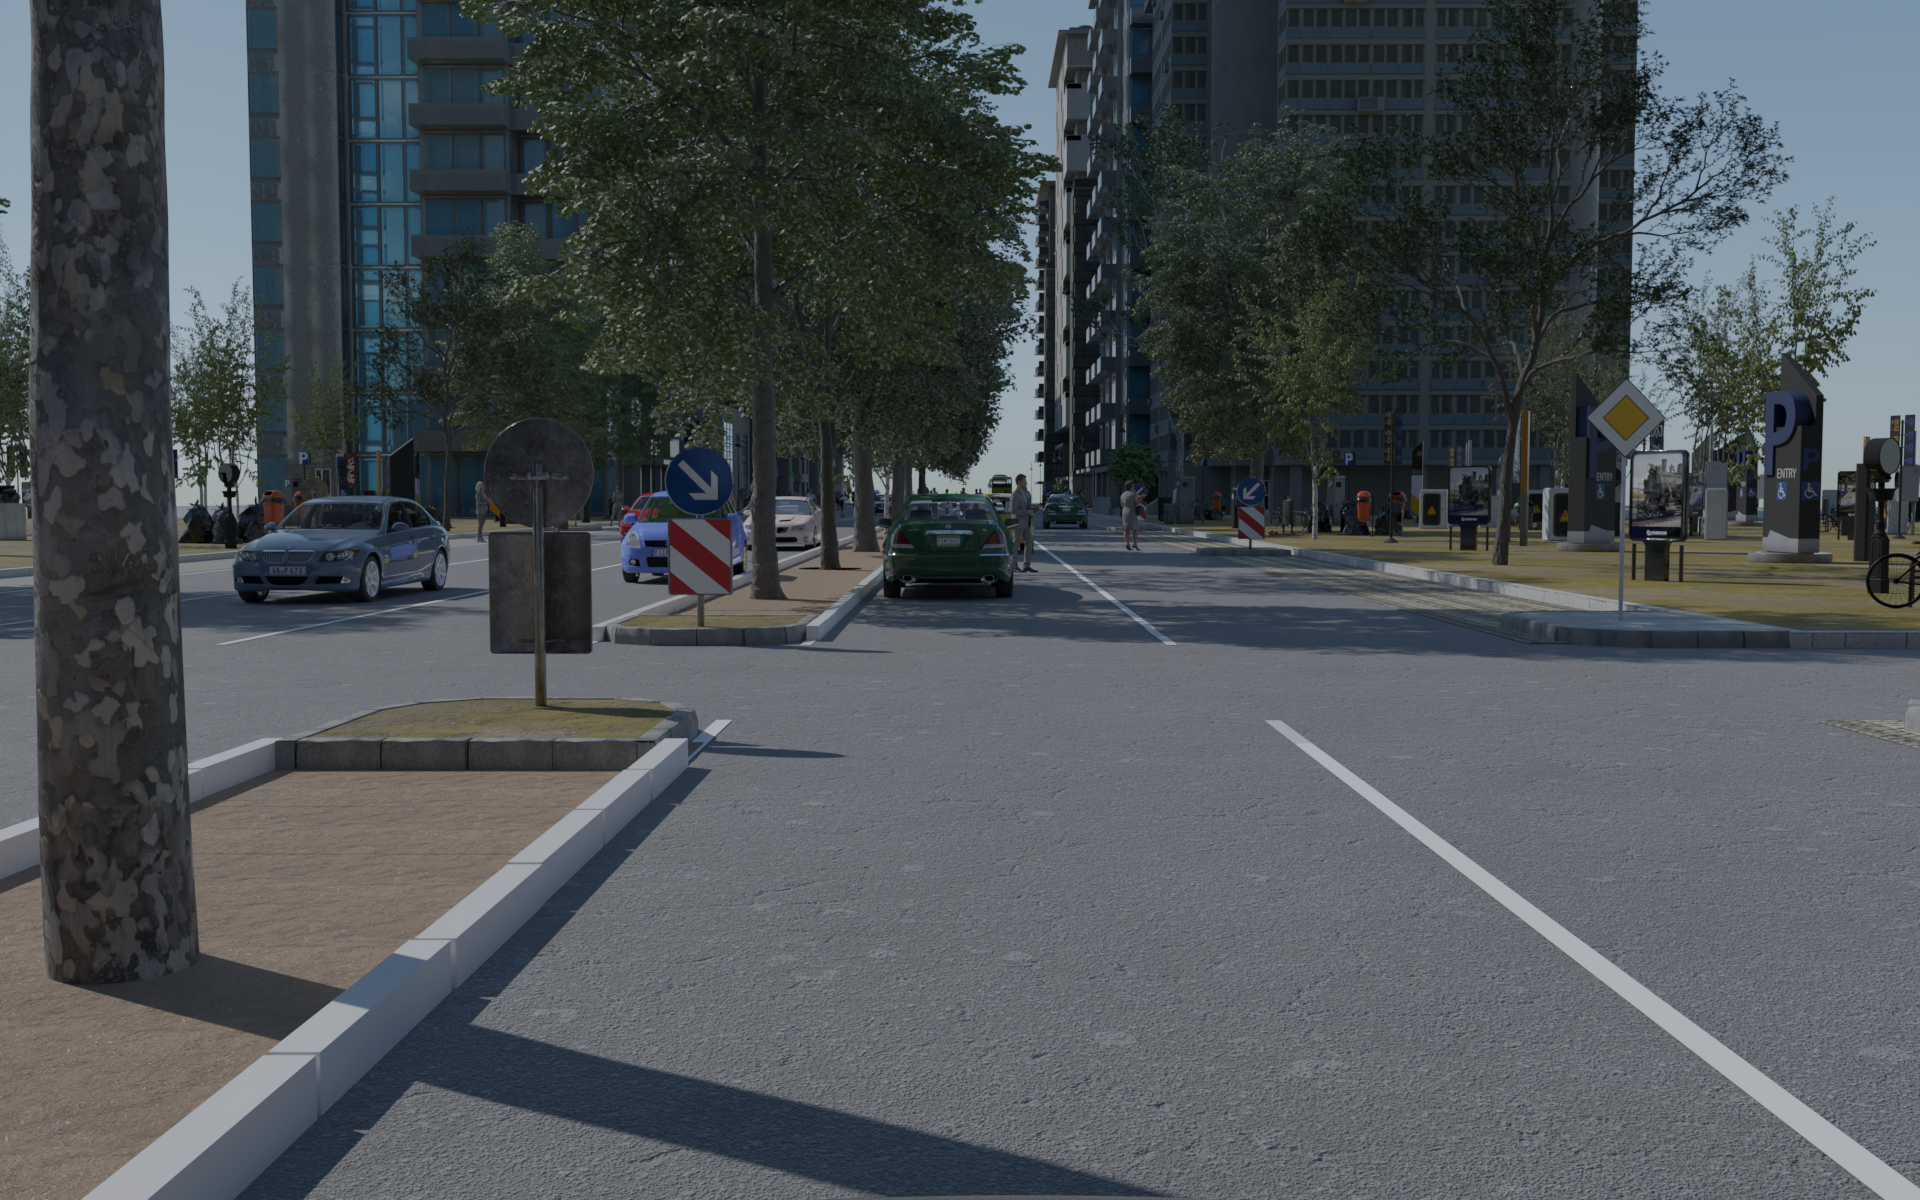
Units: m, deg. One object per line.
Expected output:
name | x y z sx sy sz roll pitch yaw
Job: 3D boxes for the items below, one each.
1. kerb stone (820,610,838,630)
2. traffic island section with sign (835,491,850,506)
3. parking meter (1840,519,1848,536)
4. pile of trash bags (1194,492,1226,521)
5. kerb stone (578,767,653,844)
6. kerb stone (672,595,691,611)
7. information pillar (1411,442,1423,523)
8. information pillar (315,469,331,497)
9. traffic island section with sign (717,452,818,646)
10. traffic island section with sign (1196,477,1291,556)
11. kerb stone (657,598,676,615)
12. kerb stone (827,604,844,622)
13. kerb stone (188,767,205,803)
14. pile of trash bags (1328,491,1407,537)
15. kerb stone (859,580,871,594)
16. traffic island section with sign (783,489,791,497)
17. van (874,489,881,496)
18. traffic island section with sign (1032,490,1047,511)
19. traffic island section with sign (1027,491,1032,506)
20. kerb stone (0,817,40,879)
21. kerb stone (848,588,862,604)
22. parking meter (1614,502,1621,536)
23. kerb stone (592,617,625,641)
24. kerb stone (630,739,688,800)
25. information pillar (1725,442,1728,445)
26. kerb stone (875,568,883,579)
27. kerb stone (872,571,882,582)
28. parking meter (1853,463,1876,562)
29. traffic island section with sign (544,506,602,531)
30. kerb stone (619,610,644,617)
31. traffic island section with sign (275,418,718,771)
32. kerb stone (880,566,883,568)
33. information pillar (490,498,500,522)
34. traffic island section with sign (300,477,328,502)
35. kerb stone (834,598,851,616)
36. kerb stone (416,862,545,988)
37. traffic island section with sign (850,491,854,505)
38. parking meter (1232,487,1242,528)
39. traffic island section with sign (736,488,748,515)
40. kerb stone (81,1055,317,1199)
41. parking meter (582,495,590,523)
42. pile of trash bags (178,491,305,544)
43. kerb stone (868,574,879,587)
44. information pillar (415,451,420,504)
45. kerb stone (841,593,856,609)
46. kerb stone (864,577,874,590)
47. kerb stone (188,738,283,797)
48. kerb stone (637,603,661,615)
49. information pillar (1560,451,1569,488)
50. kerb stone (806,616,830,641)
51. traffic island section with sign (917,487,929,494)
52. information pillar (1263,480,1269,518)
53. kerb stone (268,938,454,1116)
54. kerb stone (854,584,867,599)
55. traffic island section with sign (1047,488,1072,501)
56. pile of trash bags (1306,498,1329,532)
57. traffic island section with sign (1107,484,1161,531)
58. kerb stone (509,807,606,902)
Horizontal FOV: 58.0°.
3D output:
kerb stone | -1.426 0.239 18.401 0.120 0.150 1.000 0 4 0
traffic island section with sign | -14.060 -11.707 200.036 1.989 1.847 2.006 0 4 0
parking meter | 27.331 -2.907 53.249 0.399 1.863 0.255 2 4 35
pile of trash bags | 12.098 -4.575 84.561 1.912 1.369 3.447 -1 4 -10
kerb stone | -1.506 0.895 7.562 0.120 0.150 1.000 0 4 0
kerb stone | -3.506 0.046 21.446 0.120 0.150 1.000 0 4 0
information pillar | 20.282 -5.224 76.774 0.504 3.616 0.183 2 4 25
information pillar | -18.461 -2.799 50.263 0.304 2.012 0.304 2 4 35
traffic island section with sign | -2.493 -0.560 17.289 2.006 1.907 1.989 0 4 0
traffic island section with sign | 6.574 -1.947 40.467 1.989 1.847 2.006 0 4 0
kerb stone | -3.522 0.109 20.421 0.120 0.150 1.000 0 4 0
kerb stone | -1.423 0.174 19.431 0.120 0.150 1.000 0 4 0
kerb stone | -3.603 0.897 7.586 0.120 0.150 1.000 0 4 0
pile of trash bags | 12.693 -2.676 53.509 1.912 1.369 3.447 1 4 20
kerb stone | -1.386 -0.143 24.540 0.120 0.150 1.000 0 4 0
traffic island section with sign | -14.433 -8.312 144.526 1.989 1.847 2.006 0 4 0
van | -7.563 -8.616 147.883 2.013 2.044 4.112 0 4 2
traffic island section with sign | 7.284 -8.315 144.576 1.989 1.847 2.006 0 4 0
traffic island section with sign | 7.658 -11.715 200.165 1.989 1.847 2.006 0 4 0
kerb stone | -3.604 0.956 6.562 0.120 0.150 1.000 0 4 0
kerb stone | -1.404 -0.018 22.496 0.120 0.150 1.000 0 4 0
parking meter | 19.924 -2.711 52.737 0.372 1.533 0.369 0 3 0
kerb stone | -3.532 0.304 17.332 0.120 0.150 1.000 0 4 0
kerb stone | -1.491 0.832 8.591 0.120 0.150 1.000 0 4 0
information pillar | 34.215 -5.246 77.124 0.504 3.616 0.183 -1 4 -16
kerb stone | -1.369 -0.394 28.635 0.120 0.150 1.000 0 4 0
kerb stone | -1.367 -0.331 27.613 0.120 0.150 1.000 0 4 0
parking meter | 17.267 -1.672 33.043 0.399 1.863 0.255 -3 5 -43
traffic island section with sign | -14.960 -3.577 67.115 1.989 1.847 2.006 0 4 0
kerb stone | -3.527 0.240 18.357 0.120 0.150 1.000 0 4 0
traffic island section with sign | -2.553 -0.107 9.882 2.006 1.907 1.989 0 4 0
kerb stone | -1.357 -0.450 29.667 0.120 0.150 1.000 0 4 0
information pillar | -21.399 -5.405 79.724 0.504 3.616 0.183 0 4 -6
traffic island section with sign | -15.147 -1.929 40.160 1.989 1.847 2.006 0 4 0
kerb stone | -1.417 0.107 20.452 0.120 0.150 1.000 0 4 0
kerb stone | -1.514 1.023 5.514 0.120 0.150 1.000 0 4 0
traffic island section with sign | -13.878 -13.356 226.990 1.989 1.847 2.006 0 4 0
parking meter | 10.342 -3.441 64.668 0.372 1.533 0.369 0 3 0
traffic island section with sign | -14.628 -6.625 116.945 1.989 1.847 2.006 0 4 0
kerb stone | -1.535 1.146 3.463 0.120 0.150 1.000 0 4 0
parking meter | -16.676 -4.203 77.137 0.372 1.533 0.369 0 3 0
pile of trash bags | -18.687 -2.156 45.008 3.447 1.369 1.912 2 4 32
kerb stone | -1.376 -0.269 26.591 0.120 0.150 1.000 0 4 0
information pillar | -29.209 -6.234 93.286 0.183 3.616 0.504 0 4 2
kerb stone | -1.411 0.045 21.474 0.120 0.150 1.000 0 4 0
kerb stone | -1.390 -0.206 25.562 0.120 0.150 1.000 0 4 0
kerb stone | -3.602 0.831 8.608 0.120 0.150 1.000 0 4 0
kerb stone | -3.529 0.172 19.383 0.120 0.150 1.000 0 4 0
information pillar | 32.271 -6.187 92.508 0.504 3.616 0.183 0 4 -3
kerb stone | -1.434 0.296 17.375 0.120 0.150 1.000 0 4 0
traffic island section with sign | -1.991 -5.155 92.426 2.006 1.907 1.989 0 4 0
information pillar | 16.114 -5.309 91.299 0.304 2.012 0.304 0 4 -5
kerb stone | -1.528 1.083 4.485 0.120 0.150 1.000 0 4 0
kerb stone | -1.393 -0.081 23.518 0.120 0.150 1.000 0 4 0
traffic island section with sign | 7.105 -6.666 117.621 1.989 1.847 2.006 0 4 0
pile of trash bags | 13.306 -2.968 58.282 3.447 1.369 1.912 2 4 29
traffic island section with sign | 6.747 -3.596 67.422 1.989 1.847 2.006 0 4 0
kerb stone | -1.512 0.958 6.536 0.120 0.150 1.000 0 4 0
